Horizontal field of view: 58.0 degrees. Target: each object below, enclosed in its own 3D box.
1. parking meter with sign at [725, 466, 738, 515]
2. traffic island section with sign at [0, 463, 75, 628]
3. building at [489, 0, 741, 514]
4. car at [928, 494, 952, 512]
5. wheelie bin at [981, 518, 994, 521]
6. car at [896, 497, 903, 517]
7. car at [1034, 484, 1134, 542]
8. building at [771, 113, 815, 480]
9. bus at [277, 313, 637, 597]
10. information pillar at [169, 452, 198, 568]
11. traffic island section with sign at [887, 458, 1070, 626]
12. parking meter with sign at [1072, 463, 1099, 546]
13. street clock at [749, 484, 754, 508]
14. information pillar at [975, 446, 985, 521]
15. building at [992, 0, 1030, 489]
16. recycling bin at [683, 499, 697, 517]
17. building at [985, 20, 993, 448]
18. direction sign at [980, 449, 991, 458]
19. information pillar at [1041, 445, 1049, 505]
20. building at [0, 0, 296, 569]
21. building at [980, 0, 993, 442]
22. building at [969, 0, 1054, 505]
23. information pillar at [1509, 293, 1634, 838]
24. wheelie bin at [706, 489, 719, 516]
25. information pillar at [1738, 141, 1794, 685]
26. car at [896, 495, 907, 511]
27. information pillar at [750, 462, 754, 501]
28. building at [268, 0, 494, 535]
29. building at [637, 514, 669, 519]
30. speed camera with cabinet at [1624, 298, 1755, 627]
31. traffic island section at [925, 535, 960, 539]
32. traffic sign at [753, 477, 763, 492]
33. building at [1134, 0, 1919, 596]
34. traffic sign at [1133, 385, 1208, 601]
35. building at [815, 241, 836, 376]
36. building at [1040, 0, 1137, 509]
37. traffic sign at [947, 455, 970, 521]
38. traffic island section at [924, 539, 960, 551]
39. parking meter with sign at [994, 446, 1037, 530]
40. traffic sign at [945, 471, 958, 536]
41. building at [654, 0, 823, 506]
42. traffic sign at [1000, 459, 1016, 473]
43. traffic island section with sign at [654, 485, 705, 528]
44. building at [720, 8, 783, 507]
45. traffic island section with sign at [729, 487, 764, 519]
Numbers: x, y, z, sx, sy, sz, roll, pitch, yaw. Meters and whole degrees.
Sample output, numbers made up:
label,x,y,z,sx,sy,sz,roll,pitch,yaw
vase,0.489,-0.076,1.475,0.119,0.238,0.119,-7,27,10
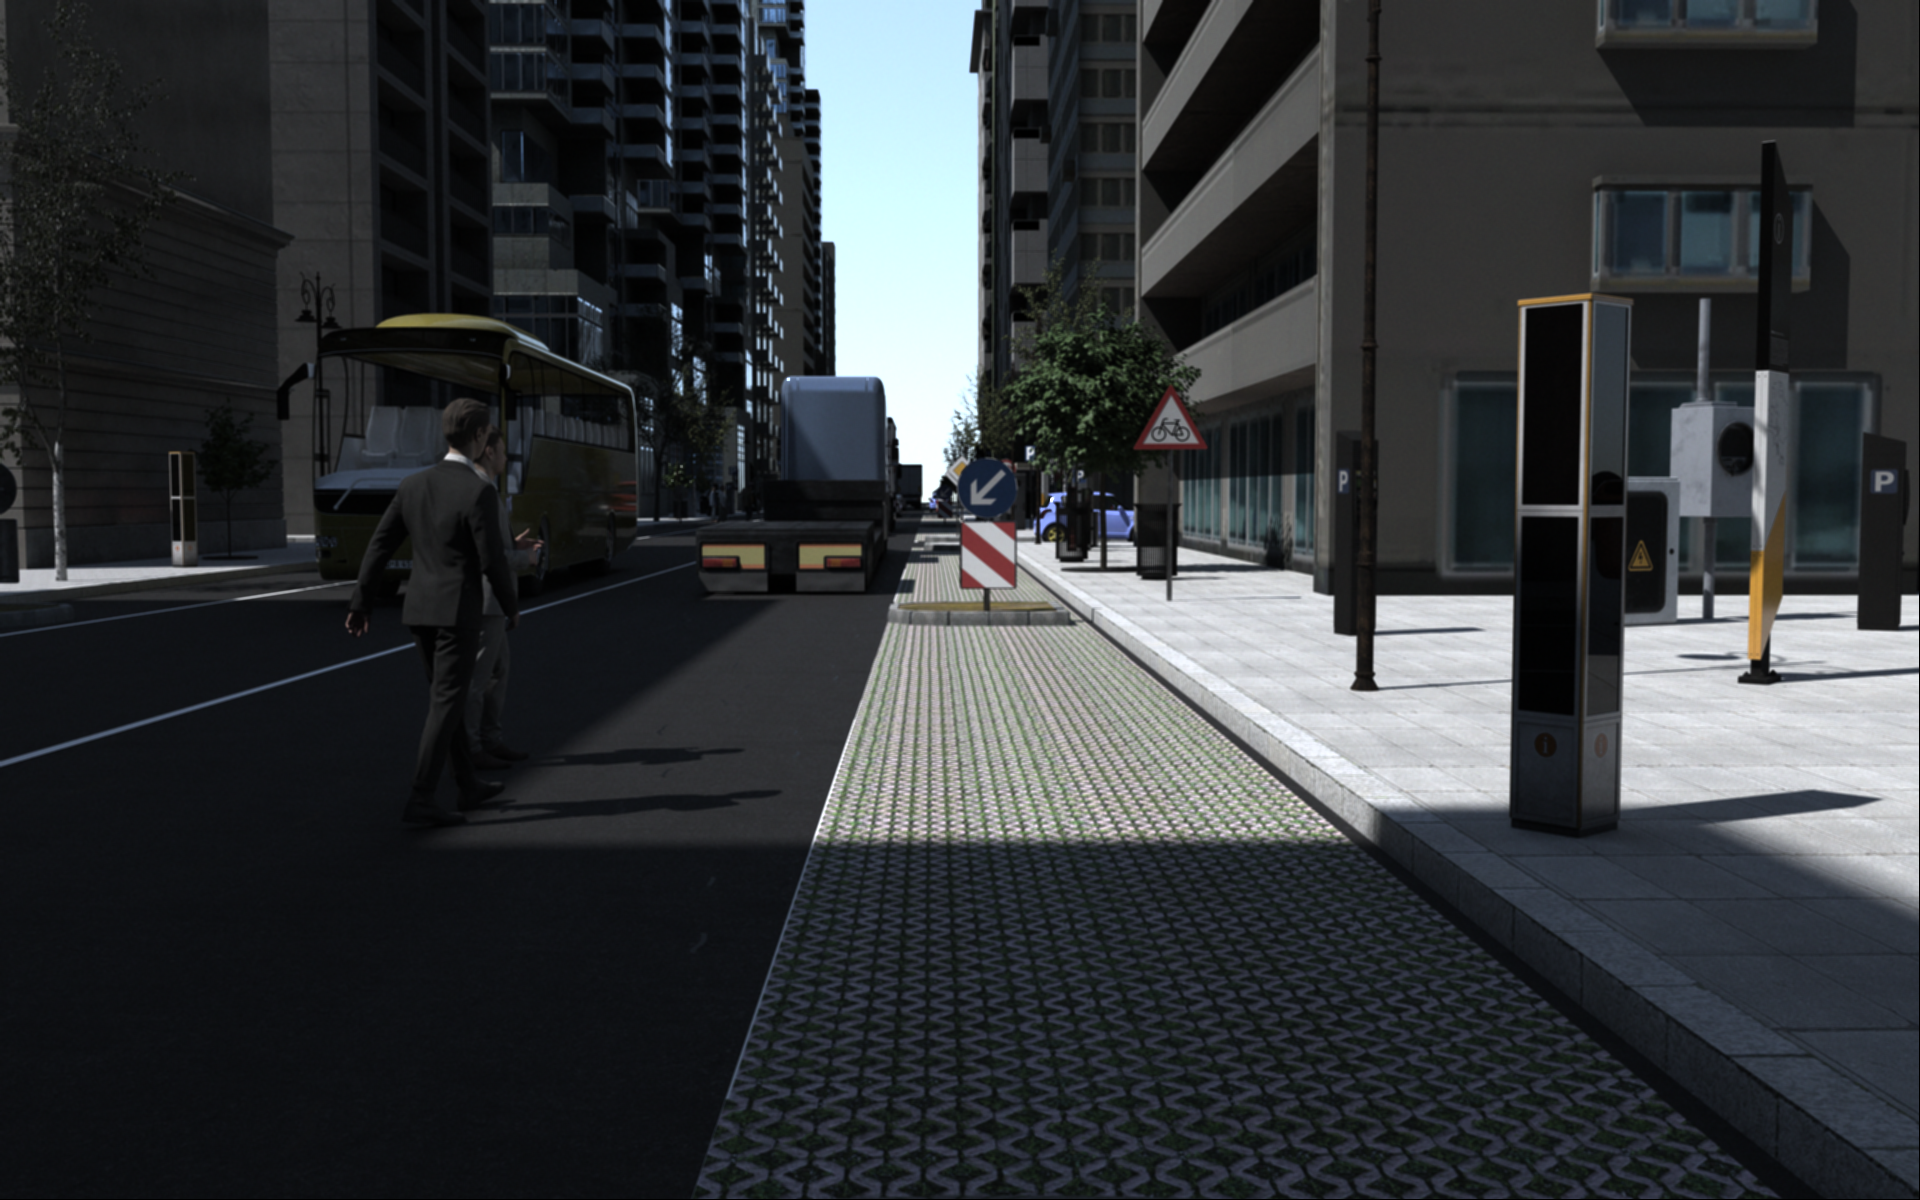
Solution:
label,x,y,z,sx,sy,sz,roll,pitch,yaw
parking meter with sign,-14.370,-6.843,108.142,0.543,3.016,1.738,1,4,8
traffic island section with sign,-11.086,-0.649,19.243,1.989,1.847,2.006,0,4,-1
building,-27.935,-50.659,140.954,22.319,86.520,31.000,0,4,-1
car,-1.572,-7.853,137.990,1.945,1.707,3.694,0,4,-1
wheelie bin,1.350,-4.500,81.487,0.980,1.594,0.693,0,4,3
car,-4.583,-5.829,107.658,2.083,1.381,4.827,0,4,0
car,3.900,-2.363,48.221,3.694,1.707,1.945,0,4,-1
building,-30.178,-36.700,223.748,21.300,48.544,21.600,0,4,-1
bus,-7.216,-2.192,27.387,2.896,3.916,12.252,0,4,-3
information pillar,-13.605,-1.581,30.348,0.304,2.012,0.304,2,4,28
traffic island section with sign,0.180,-0.672,19.616,1.989,1.847,2.006,0,4,-1
parking meter with sign,2.987,-2.787,41.832,0.543,3.016,1.738,1,4,16
street clock,-14.781,-7.228,122.753,0.358,2.002,0.471,-2,4,-33
information pillar,0.966,-5.654,83.797,0.504,3.616,0.183,-2,4,-33
building,9.539,-27.785,137.878,14.154,41.232,14.086,0,4,-1
recycling bin,-15.239,-5.203,97.629,0.722,1.027,0.722,0,4,-4
building,13.554,-30.866,159.278,22.147,44.769,28.867,0,4,-1
direction sign,1.231,-5.840,87.485,0.876,3.537,0.379,-3,5,-39
information pillar,3.170,-4.465,64.350,0.183,3.616,0.504,2,4,29
building,-32.927,-13.219,35.217,34.723,24.649,14.460,0,4,-1
building,11.248,-49.669,250.344,20.563,71.187,20.611,0,4,-1
building,15.655,-36.576,187.260,28.713,52.752,27.495,0,4,-1
information pillar,2.320,-0.128,6.588,0.304,2.012,0.304,-3,5,-40
wheelie bin,-14.319,-5.670,100.614,0.693,1.594,0.980,1,4,13
information pillar,5.510,-1.249,11.770,0.183,3.616,0.504,3,5,40
car,-5.641,-8.452,150.558,2.083,1.381,4.827,0,4,1
information pillar,-15.212,-8.261,126.420,0.183,3.616,0.504,1,4,18
building,-26.332,-38.155,62.091,20.563,71.187,20.611,0,4,-1
building,-28.264,-48.359,103.335,22.319,86.520,31.000,0,4,-1
speed camera with cabinet,6.989,-1.397,17.173,2.038,3.252,0.660,-2,4,-24
traffic island section,-0.058,-1.862,52.727,2.009,0.180,2.903,0,4,-1
traffic sign,-14.691,-7.693,125.894,0.768,2.556,0.104,0,4,0
building,15.118,-24.913,31.036,21.300,48.544,21.600,0,4,-1
traffic sign,2.511,-1.267,20.714,0.884,2.594,0.081,0,4,2
building,-26.941,-36.038,272.810,14.154,41.232,14.086,0,4,-1
building,15.797,-23.156,70.490,23.993,40.220,32.217,0,4,-1
traffic sign,0.055,-2.509,44.665,0.795,2.450,0.064,0,4,-1
traffic island section,0.078,-1.374,44.743,2.009,0.180,2.903,0,4,-1
parking meter with sign,1.957,-4.022,62.019,1.738,3.016,0.543,-3,5,-42
traffic sign,-0.081,-2.997,52.649,0.795,2.450,0.064,0,4,-1
building,-29.772,-57.259,248.850,22.319,86.520,31.000,0,4,-1
traffic sign,1.669,-3.842,62.926,0.768,2.556,0.104,1,4,9
traffic island section with sign,-12.030,-4.031,74.543,1.989,1.847,2.006,0,4,-1
building,-29.569,-33.865,173.302,23.786,49.044,30.456,0,4,-1
traffic island section with sign,-12.473,-5.680,101.494,1.989,1.847,2.006,0,4,-1
